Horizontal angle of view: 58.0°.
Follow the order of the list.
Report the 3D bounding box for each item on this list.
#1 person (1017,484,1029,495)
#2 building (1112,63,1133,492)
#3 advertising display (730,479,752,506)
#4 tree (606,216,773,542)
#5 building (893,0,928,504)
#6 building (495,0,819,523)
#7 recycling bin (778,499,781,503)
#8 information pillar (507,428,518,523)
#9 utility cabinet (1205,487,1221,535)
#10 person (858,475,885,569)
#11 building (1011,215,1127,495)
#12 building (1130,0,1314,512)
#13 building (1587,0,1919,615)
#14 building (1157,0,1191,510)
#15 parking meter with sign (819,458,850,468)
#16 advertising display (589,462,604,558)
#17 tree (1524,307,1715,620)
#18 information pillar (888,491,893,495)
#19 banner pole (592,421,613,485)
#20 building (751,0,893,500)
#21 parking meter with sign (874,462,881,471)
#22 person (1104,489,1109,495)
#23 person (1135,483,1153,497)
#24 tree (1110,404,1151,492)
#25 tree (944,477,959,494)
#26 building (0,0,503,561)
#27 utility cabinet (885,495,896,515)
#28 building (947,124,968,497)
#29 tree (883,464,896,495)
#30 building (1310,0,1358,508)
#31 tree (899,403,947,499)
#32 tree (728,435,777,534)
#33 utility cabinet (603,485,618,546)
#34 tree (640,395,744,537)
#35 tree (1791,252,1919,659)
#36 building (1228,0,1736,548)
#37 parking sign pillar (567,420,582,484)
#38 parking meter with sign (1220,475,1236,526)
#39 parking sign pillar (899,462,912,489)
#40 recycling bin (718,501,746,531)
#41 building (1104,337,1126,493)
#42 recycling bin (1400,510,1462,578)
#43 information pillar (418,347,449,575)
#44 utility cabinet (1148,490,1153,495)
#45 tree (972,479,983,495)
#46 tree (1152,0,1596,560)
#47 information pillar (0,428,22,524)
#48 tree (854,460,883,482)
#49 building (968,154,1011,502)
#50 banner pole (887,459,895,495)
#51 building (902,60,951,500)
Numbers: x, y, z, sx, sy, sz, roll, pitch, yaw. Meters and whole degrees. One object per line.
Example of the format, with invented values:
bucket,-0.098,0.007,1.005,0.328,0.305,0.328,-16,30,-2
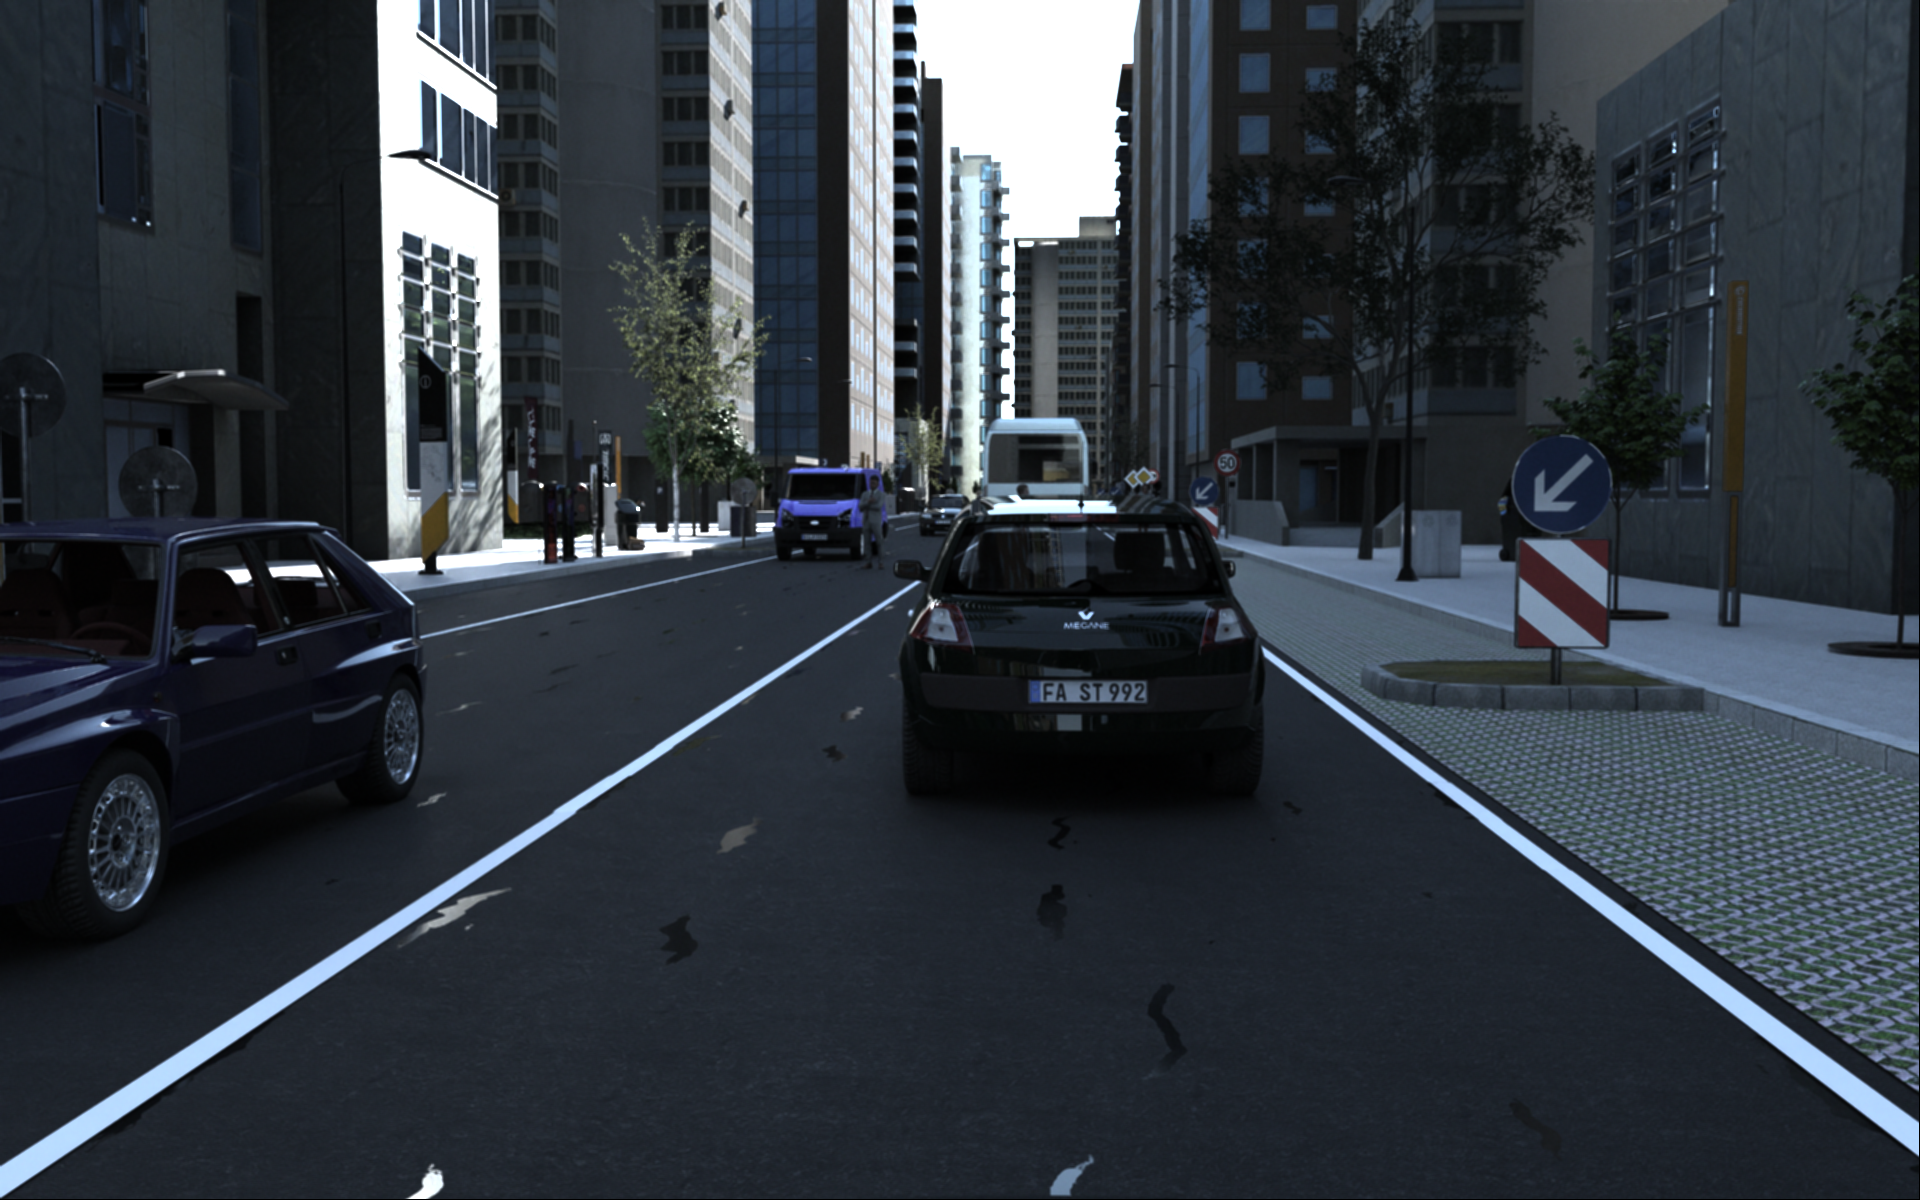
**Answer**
person,1.069,-1.189,29.751,0.330,1.601,0.589,2,4,27
building,26.744,-31.820,174.881,22.147,44.769,28.867,0,4,3
advertising display,-7.829,-3.468,61.910,0.974,1.923,0.123,2,4,35
tree,-7.450,-5.876,46.431,4.360,8.622,3.978,0,3,0
building,-13.747,-51.833,160.135,22.319,86.520,31.000,0,4,3
building,-23.178,-23.939,83.282,32.217,40.220,23.993,0,4,3
recycling bin,-9.938,-5.266,98.658,0.722,1.027,0.722,3,4,38
information pillar,-15.848,-4.283,61.382,0.504,3.616,0.183,3,4,37
utility cabinet,7.839,-2.760,53.810,0.318,1.500,1.173,1,4,18
person,-1.693,-1.503,33.259,0.511,1.800,0.466,0,4,7
building,19.278,-33.786,244.289,23.993,40.220,32.217,0,4,3
building,22.384,-30.752,152.900,14.600,45.320,14.200,0,4,3
building,20.739,-42.658,10.129,22.319,86.520,31.000,0,4,3
building,21.986,-34.063,98.921,21.231,58.520,28.212,0,4,3
parking meter with sign,-6.053,-5.365,83.973,1.738,3.016,0.543,3,5,42
advertising display,-7.417,-1.843,35.354,0.123,1.923,0.974,-1,4,-21
tree,6.868,-1.438,18.119,1.663,3.219,1.824,0,3,0
information pillar,-5.094,-7.458,126.433,0.304,2.012,0.304,3,5,39
banner pole,-12.344,-4.255,59.587,0.863,3.779,0.401,0,4,3
building,-12.600,-29.503,132.488,14.600,45.320,14.200,0,4,3
parking meter with sign,-5.107,-5.975,93.948,1.738,3.016,0.543,3,4,36
person,9.562,-6.258,111.168,0.716,1.782,0.532,1,4,16
person,5.797,-2.836,55.219,0.716,1.782,0.532,0,4,7
tree,13.993,-11.586,139.786,4.360,8.622,3.978,0,3,0
tree,-0.657,-11.044,175.176,1.663,3.219,1.824,0,3,0
building,-20.614,-43.431,22.762,22.319,86.520,31.000,0,4,3
utility cabinet,-4.375,-5.680,104.035,1.020,1.237,0.306,0,4,-8
building,-15.163,-36.103,209.888,30.456,49.044,23.786,0,4,3
tree,-4.731,-7.075,110.282,1.663,3.219,1.824,0,3,0
building,21.534,-29.262,128.542,14.600,45.320,14.200,0,4,3
tree,-2.795,-11.428,137.215,4.360,8.622,3.978,0,3,0
tree,-7.002,-3.759,56.056,1.663,3.219,1.824,0,3,0
utility cabinet,-8.697,-2.101,43.032,0.318,1.500,1.173,-1,4,-15
tree,-7.977,-4.182,52.092,4.285,4.588,4.351,0,3,0
tree,7.681,-1.173,13.778,1.663,3.219,1.824,0,3,0
building,24.364,-21.742,47.370,32.217,40.220,23.993,0,4,3
parking sign pillar,-14.112,-4.579,63.343,1.447,3.967,1.447,-1,4,-17
parking meter with sign,11.174,-4.506,69.932,1.738,3.016,0.543,3,5,44
parking sign pillar,-4.558,-9.518,144.083,1.447,3.967,1.447,2,4,34
recycling bin,-7.980,-2.938,60.588,0.722,1.027,0.722,2,4,31
building,31.324,-21.993,204.623,27.650,21.520,28.899,0,4,3
recycling bin,7.267,-0.868,26.747,0.722,1.027,0.722,0,4,-7
information pillar,-8.375,-2.212,27.518,0.504,3.616,0.183,1,4,22
utility cabinet,9.734,-4.912,88.983,0.318,1.500,1.173,1,4,11
tree,2.000,-13.623,217.329,1.663,3.219,1.824,0,3,0
tree,7.886,-6.048,33.290,8.767,10.594,7.601,0,4,6
information pillar,-9.007,-0.723,16.312,0.304,2.012,0.304,2,4,23
tree,-5.788,-6.385,98.990,1.663,3.219,1.824,0,3,0
building,-8.107,-38.051,241.740,30.456,49.044,23.786,0,4,3
banner pole,-4.958,-8.167,123.541,0.863,3.779,0.401,-3,5,-40
building,-8.306,-32.635,183.693,14.600,45.320,14.200,0,4,3
